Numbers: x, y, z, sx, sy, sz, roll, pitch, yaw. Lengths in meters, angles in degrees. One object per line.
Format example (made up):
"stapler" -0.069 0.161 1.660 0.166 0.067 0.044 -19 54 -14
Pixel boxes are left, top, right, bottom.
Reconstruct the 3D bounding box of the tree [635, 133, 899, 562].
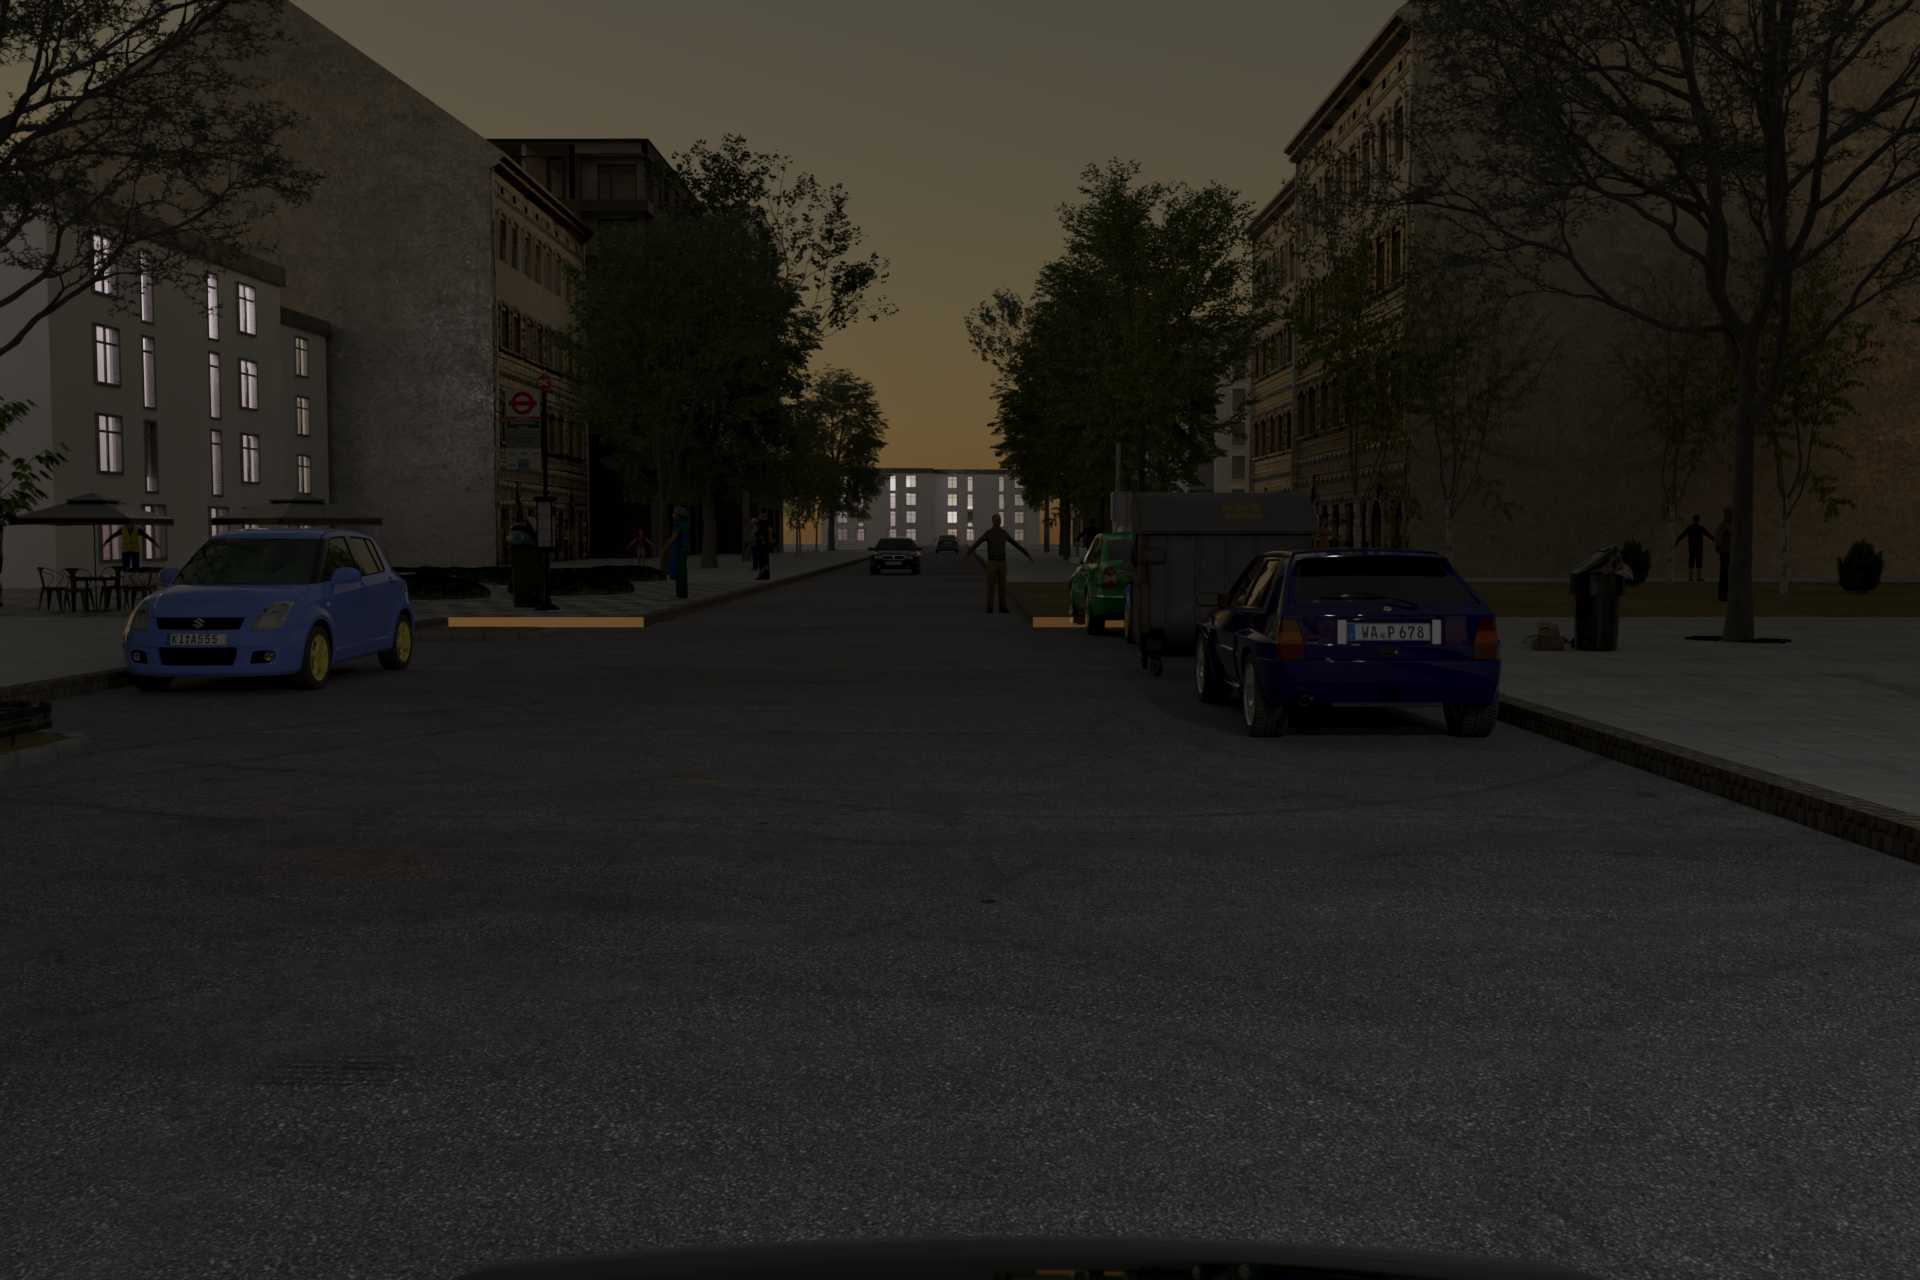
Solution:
"tree" -9.233 -13.739 80.524 12.611 20.169 13.585 0 3 0

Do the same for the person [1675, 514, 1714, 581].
"person" 20.041 -2.507 47.130 0.704 1.812 1.346 -3 4 -38

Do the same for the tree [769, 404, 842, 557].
"tree" -9.069 -9.040 98.166 4.737 8.622 4.395 0 3 0

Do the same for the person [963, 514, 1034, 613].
"person" 0.677 -1.395 31.536 1.348 1.796 0.705 -1 4 -16

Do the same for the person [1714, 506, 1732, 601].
"person" 14.729 -1.653 33.157 1.348 1.813 0.705 -3 5 -42

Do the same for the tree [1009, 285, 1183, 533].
"tree" 5.620 -8.822 69.993 9.928 11.665 9.643 0 3 0

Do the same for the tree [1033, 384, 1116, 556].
"tree" 5.265 -7.800 77.885 4.737 8.622 4.395 0 3 0

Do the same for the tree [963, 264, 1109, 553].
"tree" 7.399 -16.105 119.208 12.611 20.169 13.585 0 3 0

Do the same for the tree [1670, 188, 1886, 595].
"tree" 17.177 -5.242 36.063 4.737 8.622 4.395 0 3 0

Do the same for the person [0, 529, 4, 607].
"person" -17.130 -1.499 30.657 0.704 1.843 1.345 -3 4 -38

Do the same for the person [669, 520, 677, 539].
"person" -10.830 -3.663 66.085 1.347 1.806 0.705 3 5 41

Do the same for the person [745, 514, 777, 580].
"person" -5.525 -2.615 48.534 0.705 1.856 1.354 2 4 32

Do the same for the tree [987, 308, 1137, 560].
"tree" 4.862 -10.204 84.955 7.486 12.596 7.792 0 3 0

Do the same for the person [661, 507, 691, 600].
"person" -5.499 -1.696 33.855 0.704 1.817 1.347 1 4 11

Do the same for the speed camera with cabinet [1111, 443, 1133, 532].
"speed camera with cabinet" 3.649 -2.613 37.055 0.660 3.252 2.038 0 4 -1

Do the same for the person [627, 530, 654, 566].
"person" -11.288 -3.177 61.208 0.991 1.433 0.599 1 4 11

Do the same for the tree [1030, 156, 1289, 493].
"tree" 5.591 -7.499 48.365 9.928 11.665 9.643 0 3 0

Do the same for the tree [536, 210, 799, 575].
"tree" -9.187 -7.875 54.508 9.928 11.665 9.643 0 3 0

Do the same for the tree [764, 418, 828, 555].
"tree" -9.763 -9.542 106.376 4.360 8.622 3.978 0 3 0

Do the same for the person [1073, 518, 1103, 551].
"person" 4.623 -3.339 60.530 1.347 1.837 0.705 0 4 8

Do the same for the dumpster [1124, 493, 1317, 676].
"dumpster" 2.672 -0.591 17.885 1.865 1.857 1.264 0 4 0

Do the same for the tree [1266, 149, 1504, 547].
"tree" 7.929 -5.082 33.453 4.737 8.622 4.395 0 3 0

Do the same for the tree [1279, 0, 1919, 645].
"tree" 9.415 -6.730 20.402 12.009 13.543 11.850 0 3 0

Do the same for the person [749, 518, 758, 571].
"person" -7.218 -3.349 60.616 0.705 1.847 1.347 0 4 2

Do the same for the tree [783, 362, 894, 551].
"tree" -9.662 -13.679 130.305 9.857 13.997 8.962 0 3 0

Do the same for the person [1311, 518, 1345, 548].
"person" 9.989 -2.480 47.346 1.217 1.733 0.721 -1 4 -22

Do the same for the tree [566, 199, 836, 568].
"tree" -9.584 -9.690 65.090 9.857 13.997 8.962 0 3 0

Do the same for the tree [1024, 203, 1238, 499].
"tree" 5.863 -8.635 59.315 7.486 12.596 7.792 0 3 0

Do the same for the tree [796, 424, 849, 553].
"tree" -9.618 -10.183 116.851 4.737 8.622 4.395 0 3 0

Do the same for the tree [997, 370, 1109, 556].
"tree" 5.643 -11.273 102.437 7.486 12.596 7.792 0 3 0

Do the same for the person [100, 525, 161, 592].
"person" -18.512 -1.969 38.656 1.216 1.772 0.721 -2 4 -28
